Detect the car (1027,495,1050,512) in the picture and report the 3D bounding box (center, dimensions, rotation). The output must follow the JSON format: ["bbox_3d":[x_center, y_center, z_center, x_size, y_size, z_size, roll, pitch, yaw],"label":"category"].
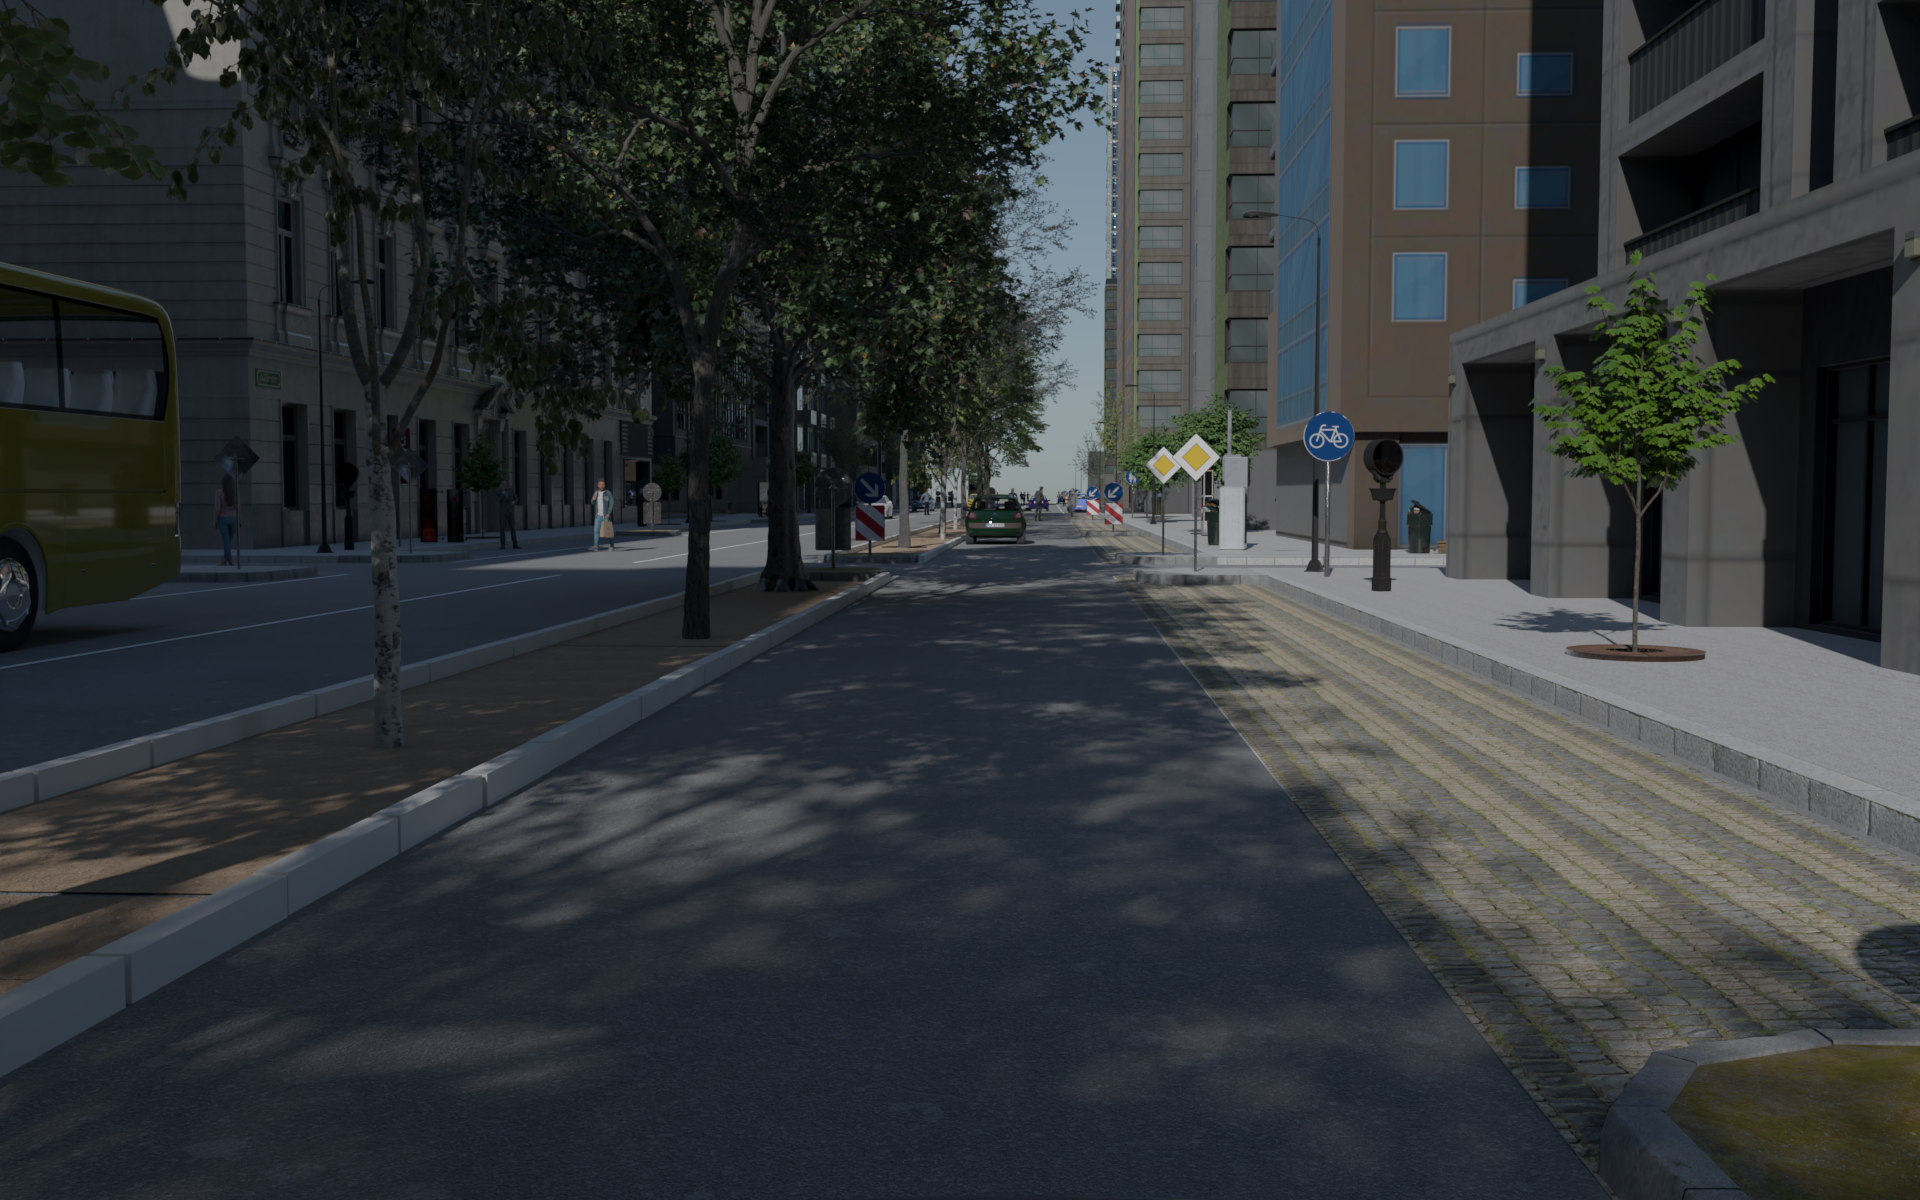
[{"bbox_3d":[6.527,-8.013,143.585,1.945,1.354,3.894,0,4,3],"label":"car"}]

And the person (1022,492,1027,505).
[{"bbox_3d":[8.264,-12.944,220.841,0.721,1.736,1.217,3,5,44],"label":"person"}]

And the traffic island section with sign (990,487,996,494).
[{"bbox_3d":[1.948,-6.333,111.673,2.006,1.907,1.989,0,4,3],"label":"traffic island section with sign"}]

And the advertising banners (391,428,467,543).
[{"bbox_3d":[-14.044,-3.035,45.808,2.074,3.025,0.090,1,4,10],"label":"advertising banners"}]

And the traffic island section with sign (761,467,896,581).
[{"bbox_3d":[-2.221,-1.290,29.232,2.006,1.907,1.989,0,4,3],"label":"traffic island section with sign"}]

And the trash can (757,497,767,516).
[{"bbox_3d":[-11.285,-5.358,99.249,0.748,1.137,0.748,0,3,0],"label":"trash can"}]

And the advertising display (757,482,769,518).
[{"bbox_3d":[-10.691,-5.441,94.180,0.123,1.923,0.974,2,4,26],"label":"advertising display"}]

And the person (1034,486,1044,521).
[{"bbox_3d":[4.229,-5.126,92.114,0.447,1.846,0.655,-3,5,-43],"label":"person"}]

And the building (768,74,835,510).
[{"bbox_3d":[-22.905,-32.418,149.638,23.786,49.044,30.456,0,4,3],"label":"building"}]

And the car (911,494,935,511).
[{"bbox_3d":[-3.057,-8.123,144.811,2.014,1.417,4.499,0,4,3],"label":"car"}]

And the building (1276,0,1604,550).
[{"bbox_3d":[16.089,-24.134,44.709,14.200,45.320,14.600,0,4,3],"label":"building"}]

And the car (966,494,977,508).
[{"bbox_3d":[1.619,-10.085,175.111,2.015,1.641,3.980,0,4,3],"label":"car"}]

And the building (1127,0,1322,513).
[{"bbox_3d":[20.855,-30.111,142.418,14.600,45.320,14.200,0,4,3],"label":"building"}]

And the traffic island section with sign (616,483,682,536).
[{"bbox_3d":[-10.760,-3.152,60.159,1.989,1.847,2.006,0,4,3],"label":"traffic island section with sign"}]

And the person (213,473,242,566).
[{"bbox_3d":[-13.841,-1.484,32.770,0.388,1.821,0.555,2,4,33],"label":"person"}]

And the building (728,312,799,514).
[{"bbox_3d":[-22.373,-41.846,122.441,20.563,71.187,20.611,0,4,3],"label":"building"}]

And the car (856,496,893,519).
[{"bbox_3d":[-4.917,-5.355,99.918,2.083,1.381,4.827,0,4,3],"label":"car"}]

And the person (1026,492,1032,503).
[{"bbox_3d":[9.463,-14.199,241.371,1.217,1.743,0.721,0,4,-2],"label":"person"}]

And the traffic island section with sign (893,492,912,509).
[{"bbox_3d":[-5.492,-9.523,164.335,1.989,1.847,2.006,0,4,3],"label":"traffic island section with sign"}]

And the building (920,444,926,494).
[{"bbox_3d":[-16.347,-38.401,251.560,21.300,48.544,21.600,0,4,3],"label":"building"}]

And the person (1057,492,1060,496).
[{"bbox_3d":[15.130,-15.668,264.669,0.705,1.824,1.348,-1,4,-20],"label":"person"}]

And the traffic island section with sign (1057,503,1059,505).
[{"bbox_3d":[10.414,-9.474,163.525,1.989,1.847,2.006,0,4,3],"label":"traffic island section with sign"}]

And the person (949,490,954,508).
[{"bbox_3d":[-0.857,-10.648,182.585,0.705,1.826,1.348,1,4,20],"label":"person"}]

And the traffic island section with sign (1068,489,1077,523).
[{"bbox_3d":[6.511,-4.761,86.467,1.989,1.847,2.006,0,4,3],"label":"traffic island section with sign"}]

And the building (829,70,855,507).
[{"bbox_3d":[-19.993,-33.750,175.518,21.300,48.544,21.600,0,4,3],"label":"building"}]

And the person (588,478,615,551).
[{"bbox_3d":[-8.822,-2.106,42.924,0.794,1.824,0.713,3,4,36],"label":"person"}]

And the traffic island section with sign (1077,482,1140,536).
[{"bbox_3d":[5.144,-3.114,59.546,1.989,1.847,2.006,0,4,3],"label":"traffic island section with sign"}]

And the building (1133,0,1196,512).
[{"bbox_3d":[19.910,-27.205,128.403,14.154,41.232,14.086,0,4,3],"label":"building"}]

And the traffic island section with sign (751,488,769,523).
[{"bbox_3d":[-9.396,-4.798,87.080,1.989,1.847,2.006,0,4,3],"label":"traffic island section with sign"}]

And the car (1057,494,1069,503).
[{"bbox_3d":[15.078,-14.901,253.218,1.945,1.707,3.694,0,4,2],"label":"car"}]

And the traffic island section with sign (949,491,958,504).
[{"bbox_3d":[-1.361,-14.525,246.106,1.989,1.847,2.006,0,4,3],"label":"traffic island section with sign"}]

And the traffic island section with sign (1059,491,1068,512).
[{"bbox_3d":[9.046,-7.827,136.604,1.989,1.847,2.006,0,4,3],"label":"traffic island section with sign"}]

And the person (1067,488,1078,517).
[{"bbox_3d":[7.015,-6.106,108.433,0.694,1.812,0.767,1,4,20],"label":"person"}]

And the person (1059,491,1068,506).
[{"bbox_3d":[12.081,-11.775,201.036,1.348,1.823,0.705,3,5,39],"label":"person"}]

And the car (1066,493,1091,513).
[{"bbox_3d":[9.121,-7.547,132.979,1.945,1.707,3.694,0,4,3],"label":"car"}]

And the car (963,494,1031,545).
[{"bbox_3d":[1.060,-2.488,50.469,2.009,1.686,4.222,0,4,2],"label":"car"}]

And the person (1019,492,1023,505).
[{"bbox_3d":[8.174,-13.412,228.230,0.683,1.767,0.568,0,4,2],"label":"person"}]

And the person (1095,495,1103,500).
[{"bbox_3d":[15.143,-11.190,191.468,1.348,1.823,0.705,0,4,6],"label":"person"}]

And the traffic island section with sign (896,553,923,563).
[{"bbox_3d":[-1.837,-1.743,36.629,2.006,1.907,1.989,0,4,3],"label":"traffic island section with sign"}]

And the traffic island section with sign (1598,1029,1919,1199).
[{"bbox_3d":[2.308,0.338,3.097,1.989,1.847,2.006,0,4,3],"label":"traffic island section with sign"}]

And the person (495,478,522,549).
[{"bbox_3d":[-11.773,-2.254,45.151,0.655,1.846,0.447,-2,4,-28],"label":"person"}]

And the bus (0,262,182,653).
[{"bbox_3d":[-9.822,-1.300,12.794,2.896,3.916,12.252,0,4,1],"label":"bus"}]

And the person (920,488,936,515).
[{"bbox_3d":[-2.216,-6.642,117.083,1.348,1.826,0.705,-3,5,-40],"label":"person"}]

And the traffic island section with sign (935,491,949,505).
[{"bbox_3d":[-2.722,-12.878,219.185,1.989,1.847,2.006,0,4,3],"label":"traffic island section with sign"}]

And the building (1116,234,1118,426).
[{"bbox_3d":[23.310,-32.252,177.432,14.600,45.320,14.200,0,4,3],"label":"building"}]

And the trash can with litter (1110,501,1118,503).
[{"bbox_3d":[9.883,-6.014,109.710,0.624,1.170,1.055,-1,4,-15],"label":"trash can with litter"}]

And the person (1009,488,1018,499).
[{"bbox_3d":[2.975,-5.533,99.369,0.661,1.777,0.834,-2,4,-28],"label":"person"}]

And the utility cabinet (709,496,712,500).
[{"bbox_3d":[-12.803,-4.568,85.848,1.020,1.237,0.306,-2,4,-29],"label":"utility cabinet"}]

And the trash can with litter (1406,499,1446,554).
[{"bbox_3d":[10.175,-1.592,37.415,1.055,1.170,0.624,1,4,12],"label":"trash can with litter"}]

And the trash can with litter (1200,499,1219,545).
[{"bbox_3d":[6.551,-1.965,43.515,0.624,1.170,1.055,3,5,43],"label":"trash can with litter"}]
